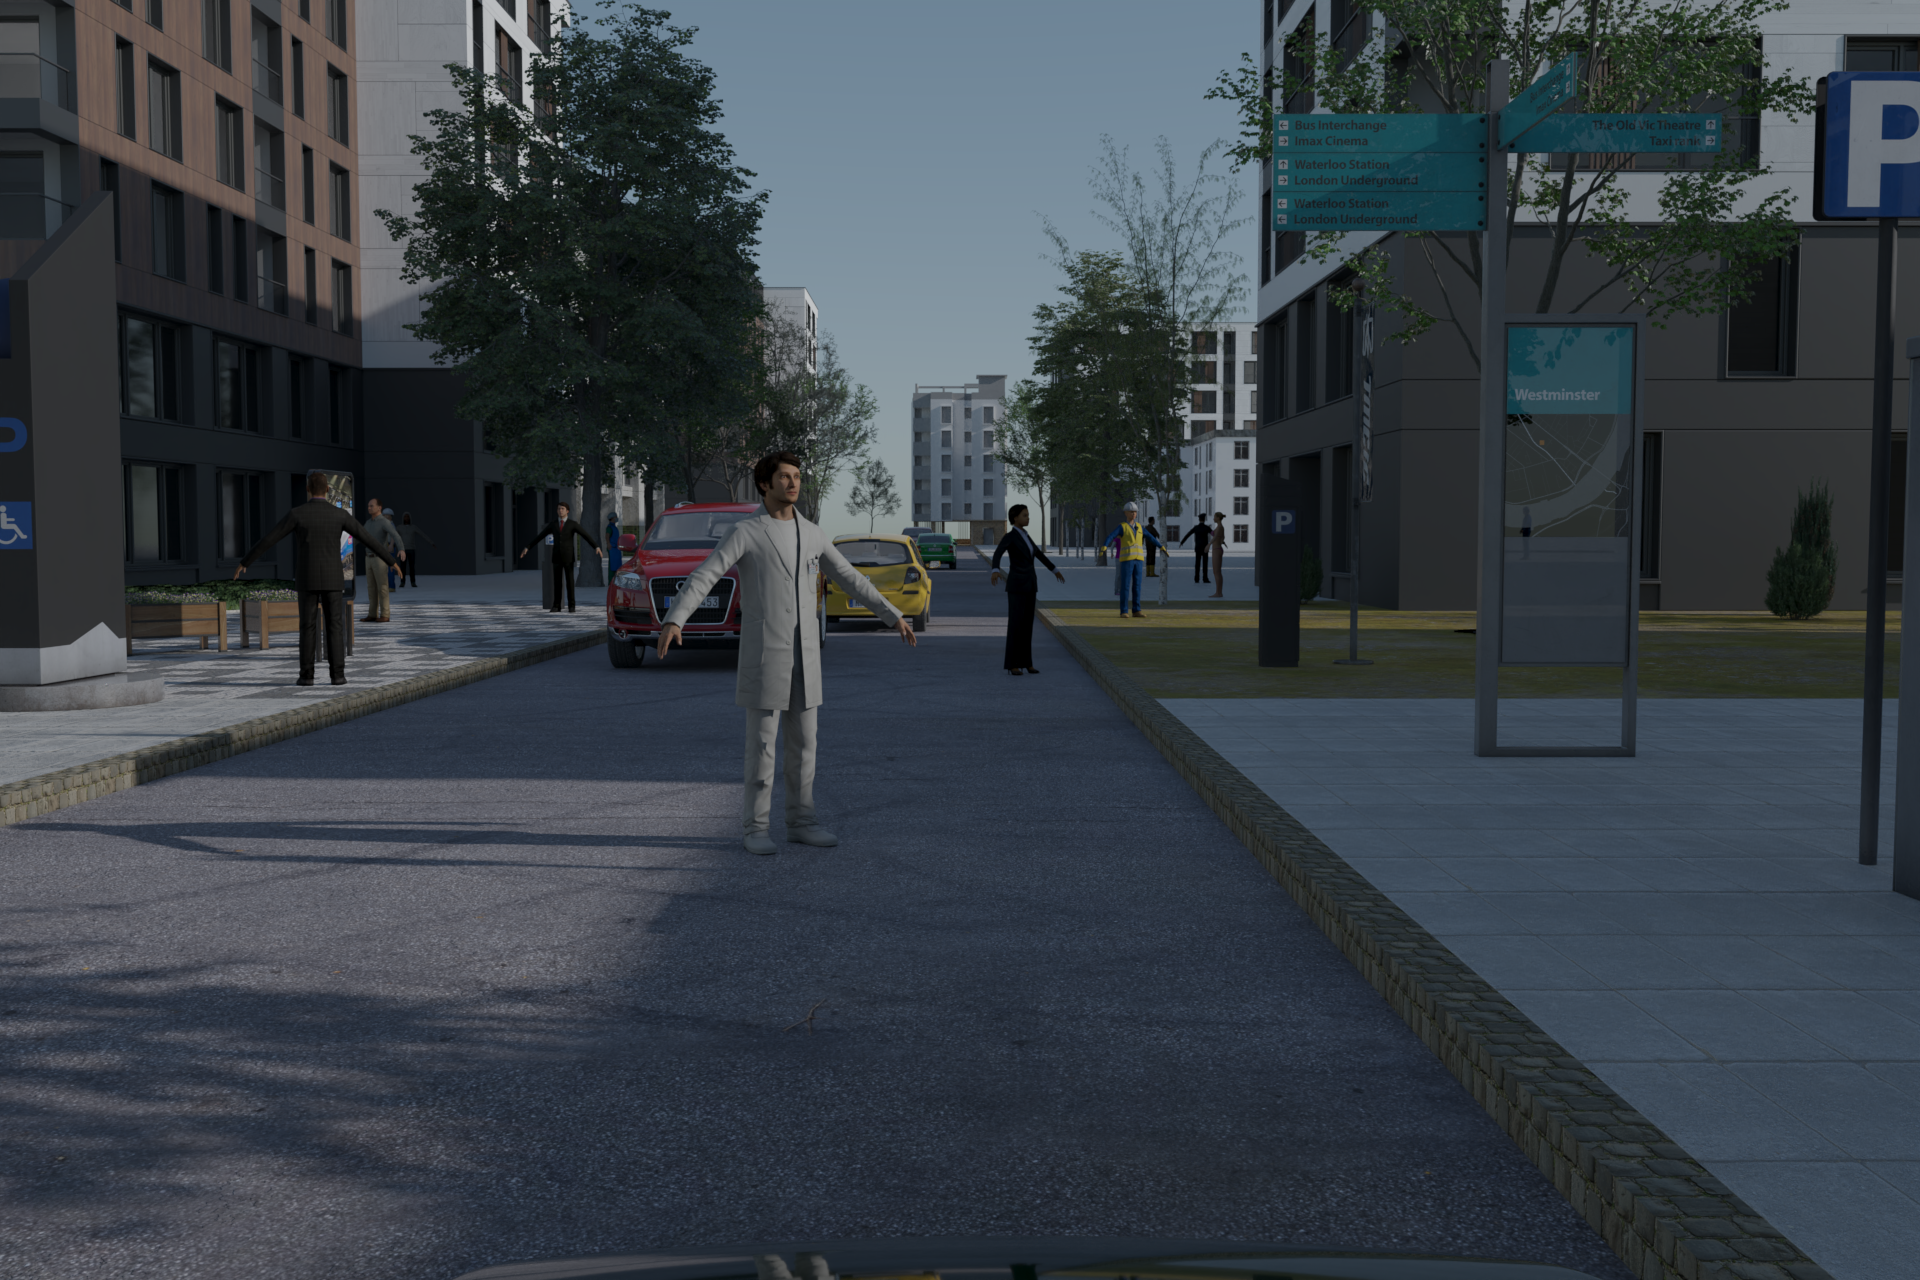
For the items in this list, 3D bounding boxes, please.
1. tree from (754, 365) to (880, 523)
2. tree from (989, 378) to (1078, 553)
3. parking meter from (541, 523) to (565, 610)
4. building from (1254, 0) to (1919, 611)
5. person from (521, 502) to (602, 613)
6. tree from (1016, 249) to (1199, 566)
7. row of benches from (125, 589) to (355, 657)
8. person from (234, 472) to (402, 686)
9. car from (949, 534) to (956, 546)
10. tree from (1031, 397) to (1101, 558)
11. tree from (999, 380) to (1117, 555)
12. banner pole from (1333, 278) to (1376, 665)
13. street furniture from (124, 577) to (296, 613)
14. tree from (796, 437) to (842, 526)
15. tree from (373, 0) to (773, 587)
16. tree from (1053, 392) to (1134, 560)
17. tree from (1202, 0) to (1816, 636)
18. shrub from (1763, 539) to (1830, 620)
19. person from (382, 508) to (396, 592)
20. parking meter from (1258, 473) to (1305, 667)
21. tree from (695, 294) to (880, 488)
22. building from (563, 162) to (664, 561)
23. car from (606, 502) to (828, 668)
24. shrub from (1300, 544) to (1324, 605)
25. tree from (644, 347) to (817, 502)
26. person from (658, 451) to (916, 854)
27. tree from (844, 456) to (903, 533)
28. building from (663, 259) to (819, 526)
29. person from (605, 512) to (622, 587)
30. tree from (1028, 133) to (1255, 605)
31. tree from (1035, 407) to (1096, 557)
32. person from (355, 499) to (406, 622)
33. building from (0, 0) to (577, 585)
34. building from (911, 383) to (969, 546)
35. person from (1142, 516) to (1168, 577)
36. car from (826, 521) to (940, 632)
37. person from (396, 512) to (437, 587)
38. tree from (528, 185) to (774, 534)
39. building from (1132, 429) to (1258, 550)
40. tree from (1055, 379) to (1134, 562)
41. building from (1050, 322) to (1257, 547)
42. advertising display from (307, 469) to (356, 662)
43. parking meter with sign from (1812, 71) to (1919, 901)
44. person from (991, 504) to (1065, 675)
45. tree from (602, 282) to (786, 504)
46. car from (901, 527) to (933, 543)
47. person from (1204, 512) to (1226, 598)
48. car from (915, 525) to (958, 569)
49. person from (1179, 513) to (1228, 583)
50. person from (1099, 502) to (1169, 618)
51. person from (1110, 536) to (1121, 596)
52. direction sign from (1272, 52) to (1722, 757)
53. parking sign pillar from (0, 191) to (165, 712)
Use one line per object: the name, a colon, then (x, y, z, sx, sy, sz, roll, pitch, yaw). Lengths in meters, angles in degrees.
tree: (-8.913, -10.970, 105.115, 9.928, 11.665, 9.643, 0, 3, 0)
tree: (5.481, -11.636, 116.008, 9.928, 11.665, 9.643, 0, 3, 0)
parking meter: (-6.930, -1.289, 29.490, 0.372, 1.533, 0.369, 0, 3, 0)
building: (21.198, -12.262, 44.466, 27.936, 21.610, 32.646, 0, 3, 0)
person: (-6.487, -1.352, 28.293, 1.347, 1.806, 0.705, 0, 4, 3)
tree: (5.929, -9.269, 69.681, 7.486, 12.596, 7.792, 0, 3, 0)
row of benches: (-8.501, -0.200, 18.732, 4.104, 0.672, 1.422, -3, 5, -43)
person: (-5.435, -0.518, 14.700, 1.346, 1.802, 0.704, -1, 4, -22)
car: (-1.239, -6.839, 120.617, 1.959, 1.807, 4.718, 0, 4, 0)
tree: (6.413, -8.631, 91.473, 4.360, 8.622, 3.978, 0, 3, 0)
tree: (5.991, -10.449, 105.252, 8.767, 10.594, 7.601, 2, 4, 27)
banner pole: (3.901, -1.639, 16.812, 0.401, 3.779, 0.863, 0, 4, -1)
street furniture: (-15.528, -0.820, 29.042, 10.072, 0.657, 5.734, -3, 4, -36)
tree: (-9.565, -10.138, 116.123, 4.360, 8.622, 3.978, 0, 3, 0)
tree: (-8.996, -8.264, 41.770, 9.857, 13.997, 8.962, 0, 3, 0)
tree: (6.172, -8.201, 84.450, 4.737, 8.622, 4.395, 0, 3, 0)
tree: (6.949, -5.872, 21.771, 9.928, 11.665, 9.643, 0, 3, 0)
shrub: (12.502, -0.903, 25.873, 1.383, 1.207, 1.383, 0, 3, 0)
person: (-12.609, -1.975, 38.147, 0.705, 1.847, 1.347, -2, 4, -30)
parking meter: (3.108, -0.675, 16.744, 0.399, 1.863, 0.255, 0, 4, -2)
tree: (-9.286, -10.978, 89.856, 12.009, 13.543, 11.850, 0, 3, 0)
building: (-26.643, -13.774, 91.671, 16.747, 18.905, 31.486, 0, 4, -1)
car: (-2.713, -0.705, 20.203, 2.281, 1.827, 5.304, 0, 4, 0)
shrub: (6.143, -1.251, 31.568, 1.383, 1.207, 1.383, 0, 3, 0)
tree: (-9.890, -8.627, 75.472, 8.767, 10.594, 7.601, -3, 5, -44)
person: (-0.803, 0.046, 7.892, 1.347, 1.806, 0.705, -3, 4, -37)
tree: (-10.297, -16.639, 206.462, 7.601, 10.594, 8.767, 0, 4, -6)
building: (-26.699, -18.182, 141.253, 27.936, 21.610, 32.646, 0, 4, 0)
person: (-8.403, -2.202, 42.130, 0.704, 1.817, 1.347, 0, 4, 6)
tree: (3.923, -4.954, 31.367, 4.360, 8.622, 3.978, 0, 3, 0)
tree: (6.081, -9.035, 98.085, 4.360, 8.622, 3.978, 0, 3, 0)
person: (-8.506, -1.157, 25.196, 1.348, 1.796, 0.705, 2, 4, 30)
building: (-28.968, -12.665, 51.055, 27.936, 21.610, 32.646, 0, 4, 0)
building: (-5.578, -21.485, 210.162, 11.380, 20.090, 16.016, 0, 4, 5)
person: (5.738, -2.790, 51.760, 0.704, 1.812, 1.346, -2, 4, -28)
car: (-1.324, -1.016, 26.831, 2.015, 1.641, 3.980, 0, 4, 0)
person: (-13.292, -2.173, 41.657, 1.348, 1.813, 0.705, -1, 4, -19)
tree: (-9.169, -7.682, 51.359, 9.928, 11.665, 9.643, 0, 3, 0)
building: (21.175, -12.896, 152.998, 9.099, 9.664, 28.070, 0, 3, 0)
tree: (6.176, -7.839, 78.537, 4.360, 8.622, 3.978, 0, 3, 0)
building: (23.332, -20.754, 183.303, 27.936, 21.610, 32.646, 0, 4, 0)
advertising display: (-6.416, -0.765, 17.718, 0.123, 1.923, 0.974, 0, 4, 1)
parking meter with sign: (3.533, -0.585, 5.818, 0.543, 3.016, 1.738, 0, 4, 0)
person: (0.681, -0.517, 17.628, 0.721, 1.740, 1.216, 3, 4, 37)
tree: (-9.947, -8.420, 63.419, 9.928, 11.665, 9.643, 0, 3, 0)
car: (-2.210, -4.982, 90.130, 2.281, 1.827, 5.304, 0, 4, 0)
person: (5.155, -1.733, 35.135, 0.721, 1.733, 1.217, 1, 4, 21)
car: (-1.059, -3.830, 71.417, 1.959, 1.807, 4.718, 0, 4, -1)
person: (6.355, -2.416, 45.431, 1.347, 1.837, 0.705, 2, 4, 28)
person: (2.662, -1.229, 26.550, 1.216, 1.772, 0.721, -2, 4, -24)
person: (3.400, -1.648, 36.213, 0.599, 1.433, 0.991, 2, 4, 34)
direction sign: (3.033, -1.259, 9.340, 2.525, 3.948, 1.411, 0, 4, 0)
parking sign pillar: (-6.851, -1.504, 13.068, 1.447, 3.967, 1.447, 0, 3, 0)
